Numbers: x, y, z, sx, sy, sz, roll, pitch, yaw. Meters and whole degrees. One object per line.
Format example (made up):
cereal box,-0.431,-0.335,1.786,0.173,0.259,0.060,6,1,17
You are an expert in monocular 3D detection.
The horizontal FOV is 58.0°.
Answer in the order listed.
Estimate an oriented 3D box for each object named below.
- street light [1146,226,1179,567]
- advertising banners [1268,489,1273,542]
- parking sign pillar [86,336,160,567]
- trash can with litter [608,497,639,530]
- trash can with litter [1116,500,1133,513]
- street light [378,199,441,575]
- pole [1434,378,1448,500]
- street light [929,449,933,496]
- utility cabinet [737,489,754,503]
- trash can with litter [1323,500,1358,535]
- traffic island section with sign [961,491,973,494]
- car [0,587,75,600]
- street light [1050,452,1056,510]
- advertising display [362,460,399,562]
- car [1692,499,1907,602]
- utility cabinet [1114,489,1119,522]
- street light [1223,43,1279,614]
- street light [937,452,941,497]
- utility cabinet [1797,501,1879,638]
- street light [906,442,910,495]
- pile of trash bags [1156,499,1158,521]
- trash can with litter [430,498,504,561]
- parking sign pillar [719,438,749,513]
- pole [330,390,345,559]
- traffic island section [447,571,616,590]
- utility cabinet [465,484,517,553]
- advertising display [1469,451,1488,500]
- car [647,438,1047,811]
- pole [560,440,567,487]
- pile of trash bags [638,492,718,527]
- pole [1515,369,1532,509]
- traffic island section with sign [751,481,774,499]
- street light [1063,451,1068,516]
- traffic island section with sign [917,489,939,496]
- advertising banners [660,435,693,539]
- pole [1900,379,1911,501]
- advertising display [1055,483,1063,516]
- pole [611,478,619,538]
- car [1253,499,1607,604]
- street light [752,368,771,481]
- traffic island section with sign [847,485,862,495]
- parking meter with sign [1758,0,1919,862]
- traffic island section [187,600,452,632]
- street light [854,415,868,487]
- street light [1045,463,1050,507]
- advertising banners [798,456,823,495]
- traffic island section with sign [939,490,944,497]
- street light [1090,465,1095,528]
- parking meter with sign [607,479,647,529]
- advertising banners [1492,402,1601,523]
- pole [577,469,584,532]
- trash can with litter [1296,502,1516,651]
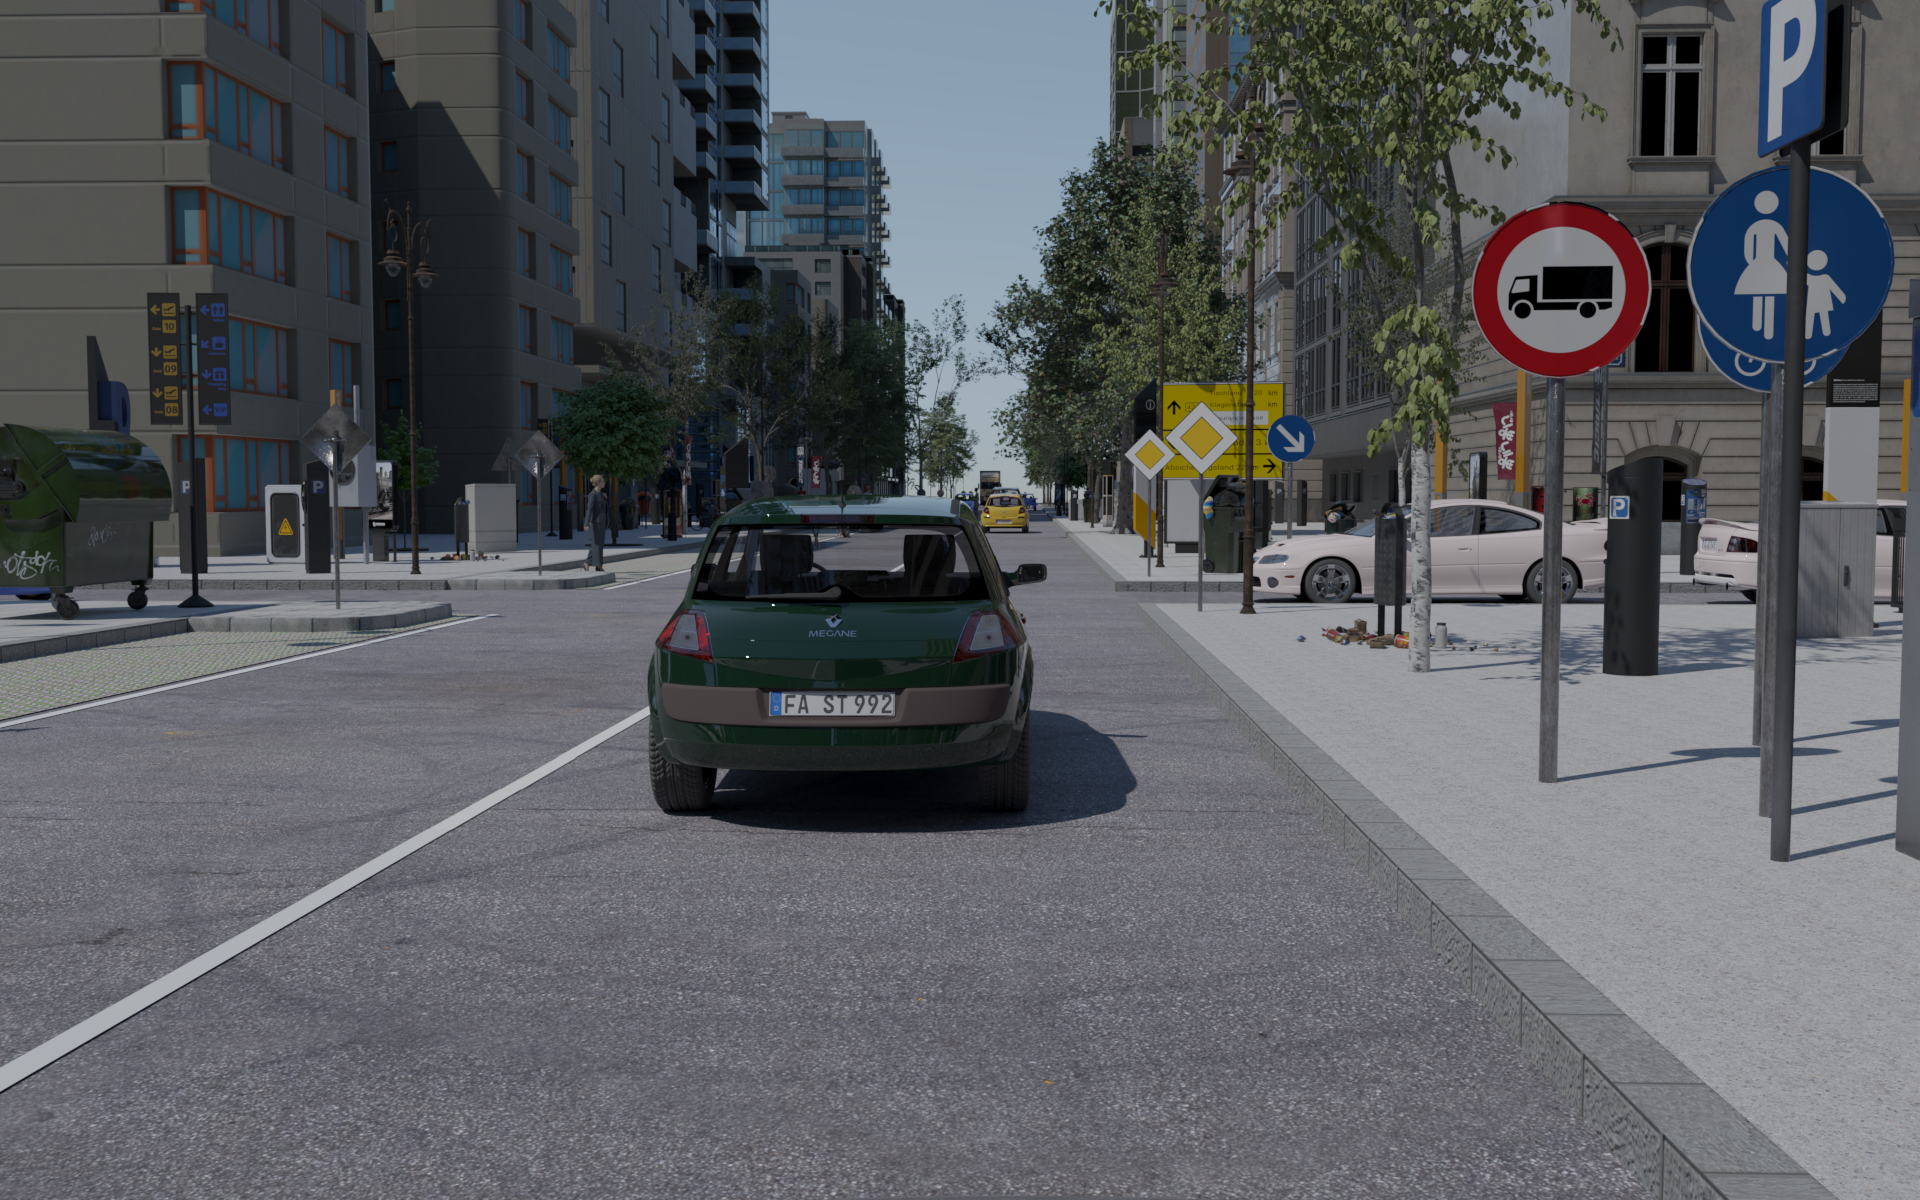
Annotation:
street light,3.506,-3.509,30.161,0.468,5.910,1.993,0,4,2
advertising banners,8.055,-3.027,45.687,0.090,3.025,2.074,1,4,20
parking sign pillar,-14.818,-2.553,30.219,1.447,3.967,1.447,-1,4,-15
trash can with litter,-11.945,-3.063,61.463,0.624,1.170,1.055,2,4,34
trash can with litter,6.583,-3.489,68.425,0.624,1.170,1.055,1,4,19
street light,-8.704,-3.348,27.522,0.468,5.910,1.993,0,4,2
pole,8.495,-2.247,30.580,0.158,3.312,0.155,0,3,0
street light,-2.946,-12.344,174.611,0.468,5.910,1.993,0,4,2
utility cabinet,-8.572,-3.668,68.651,1.173,1.500,0.318,0,4,-6
trash can with litter,6.552,-1.173,30.564,0.624,1.170,1.055,-1,4,-17
traffic island section with sign,1.561,-13.858,235.213,1.989,1.847,2.006,0,4,2
car,-13.387,-0.773,22.234,3.694,1.707,1.945,0,4,3
street light,7.863,-10.393,142.706,0.468,5.910,1.993,0,4,2
advertising display,-11.010,-1.692,32.875,0.974,1.923,0.123,2,4,35
car,11.880,-0.585,21.927,4.827,1.381,2.083,0,4,4
utility cabinet,7.451,-4.321,79.320,0.318,1.500,1.173,2,4,31
street light,3.090,-2.790,18.407,0.468,5.910,1.993,0,4,2
street light,-2.295,-13.125,187.386,0.468,5.910,1.993,0,4,2
utility cabinet,7.699,-0.268,15.552,1.020,1.237,0.306,-1,4,-13
street light,-4.214,-10.207,139.673,0.468,5.910,1.993,0,4,2
pile of trash bags,9.210,-4.560,84.302,3.447,1.369,1.912,0,4,7
trash can with litter,-9.557,-1.405,34.033,1.678,1.210,2.233,0,4,2
parking sign pillar,-10.197,-5.498,78.358,1.447,3.967,1.447,-3,5,-43
pole,-12.233,-2.459,34.042,0.158,3.312,0.155,0,3,0
traffic island section,-6.629,-0.305,27.263,2.009,0.180,2.903,0,4,2
utility cabinet,-10.190,-1.770,37.622,0.318,1.500,1.173,2,4,32
advertising display,7.946,-1.308,26.607,0.123,1.923,0.974,0,4,7
car,-0.518,0.035,9.222,2.009,1.686,4.222,0,4,0
pole,-11.688,-3.501,51.087,0.158,3.312,0.155,0,3,0
pile of trash bags,-10.928,-3.520,67.312,3.447,1.369,1.912,0,4,7
pole,8.612,-1.997,26.493,0.158,3.312,0.155,0,3,0
traffic island section with sign,-5.724,-2.535,50.071,1.989,1.847,2.006,0,4,2
street light,6.500,-8.256,107.772,0.468,5.910,1.993,0,4,2
traffic island section with sign,-2.753,-7.163,125.736,1.989,1.847,2.006,0,4,2
advertising banners,-8.283,-3.338,50.763,0.090,3.025,2.074,1,4,17
pole,16.898,-2.265,30.877,0.158,3.312,0.155,0,3,0
advertising display,5.773,-5.845,100.784,0.123,1.923,0.974,-1,4,-16
pole,-10.165,-3.491,50.923,0.158,3.312,0.155,0,3,0
car,6.186,-0.638,22.790,4.827,1.381,2.083,0,4,1
street light,-7.257,-5.552,63.556,0.468,5.910,1.993,0,4,2
traffic island section with sign,-4.674,-4.187,77.085,1.989,1.847,2.006,0,4,2
parking meter with sign,3.694,-0.590,5.911,1.738,3.016,0.543,0,4,4
traffic island section,-6.944,0.183,19.284,2.009,0.180,2.903,0,4,2
street light,-5.786,-7.744,99.401,0.468,5.910,1.993,0,4,2
street light,9.286,-12.550,177.984,0.468,5.910,1.993,0,4,2
advertising banners,-7.228,-5.030,78.426,2.074,3.025,0.090,-1,4,-15
traffic island section with sign,-1.655,-8.862,153.519,1.989,1.847,2.006,0,4,2
street light,5.008,-5.662,65.368,0.468,5.910,1.993,0,4,2
parking meter with sign,-12.284,-4.144,64.015,1.738,3.016,0.543,2,4,27
advertising banners,11.018,-2.225,32.566,2.074,3.025,0.090,2,4,32
pole,-12.954,-3.986,59.018,0.158,3.312,0.155,0,3,0
trash can with litter,3.753,-0.249,15.134,1.678,1.210,2.233,0,4,-2
